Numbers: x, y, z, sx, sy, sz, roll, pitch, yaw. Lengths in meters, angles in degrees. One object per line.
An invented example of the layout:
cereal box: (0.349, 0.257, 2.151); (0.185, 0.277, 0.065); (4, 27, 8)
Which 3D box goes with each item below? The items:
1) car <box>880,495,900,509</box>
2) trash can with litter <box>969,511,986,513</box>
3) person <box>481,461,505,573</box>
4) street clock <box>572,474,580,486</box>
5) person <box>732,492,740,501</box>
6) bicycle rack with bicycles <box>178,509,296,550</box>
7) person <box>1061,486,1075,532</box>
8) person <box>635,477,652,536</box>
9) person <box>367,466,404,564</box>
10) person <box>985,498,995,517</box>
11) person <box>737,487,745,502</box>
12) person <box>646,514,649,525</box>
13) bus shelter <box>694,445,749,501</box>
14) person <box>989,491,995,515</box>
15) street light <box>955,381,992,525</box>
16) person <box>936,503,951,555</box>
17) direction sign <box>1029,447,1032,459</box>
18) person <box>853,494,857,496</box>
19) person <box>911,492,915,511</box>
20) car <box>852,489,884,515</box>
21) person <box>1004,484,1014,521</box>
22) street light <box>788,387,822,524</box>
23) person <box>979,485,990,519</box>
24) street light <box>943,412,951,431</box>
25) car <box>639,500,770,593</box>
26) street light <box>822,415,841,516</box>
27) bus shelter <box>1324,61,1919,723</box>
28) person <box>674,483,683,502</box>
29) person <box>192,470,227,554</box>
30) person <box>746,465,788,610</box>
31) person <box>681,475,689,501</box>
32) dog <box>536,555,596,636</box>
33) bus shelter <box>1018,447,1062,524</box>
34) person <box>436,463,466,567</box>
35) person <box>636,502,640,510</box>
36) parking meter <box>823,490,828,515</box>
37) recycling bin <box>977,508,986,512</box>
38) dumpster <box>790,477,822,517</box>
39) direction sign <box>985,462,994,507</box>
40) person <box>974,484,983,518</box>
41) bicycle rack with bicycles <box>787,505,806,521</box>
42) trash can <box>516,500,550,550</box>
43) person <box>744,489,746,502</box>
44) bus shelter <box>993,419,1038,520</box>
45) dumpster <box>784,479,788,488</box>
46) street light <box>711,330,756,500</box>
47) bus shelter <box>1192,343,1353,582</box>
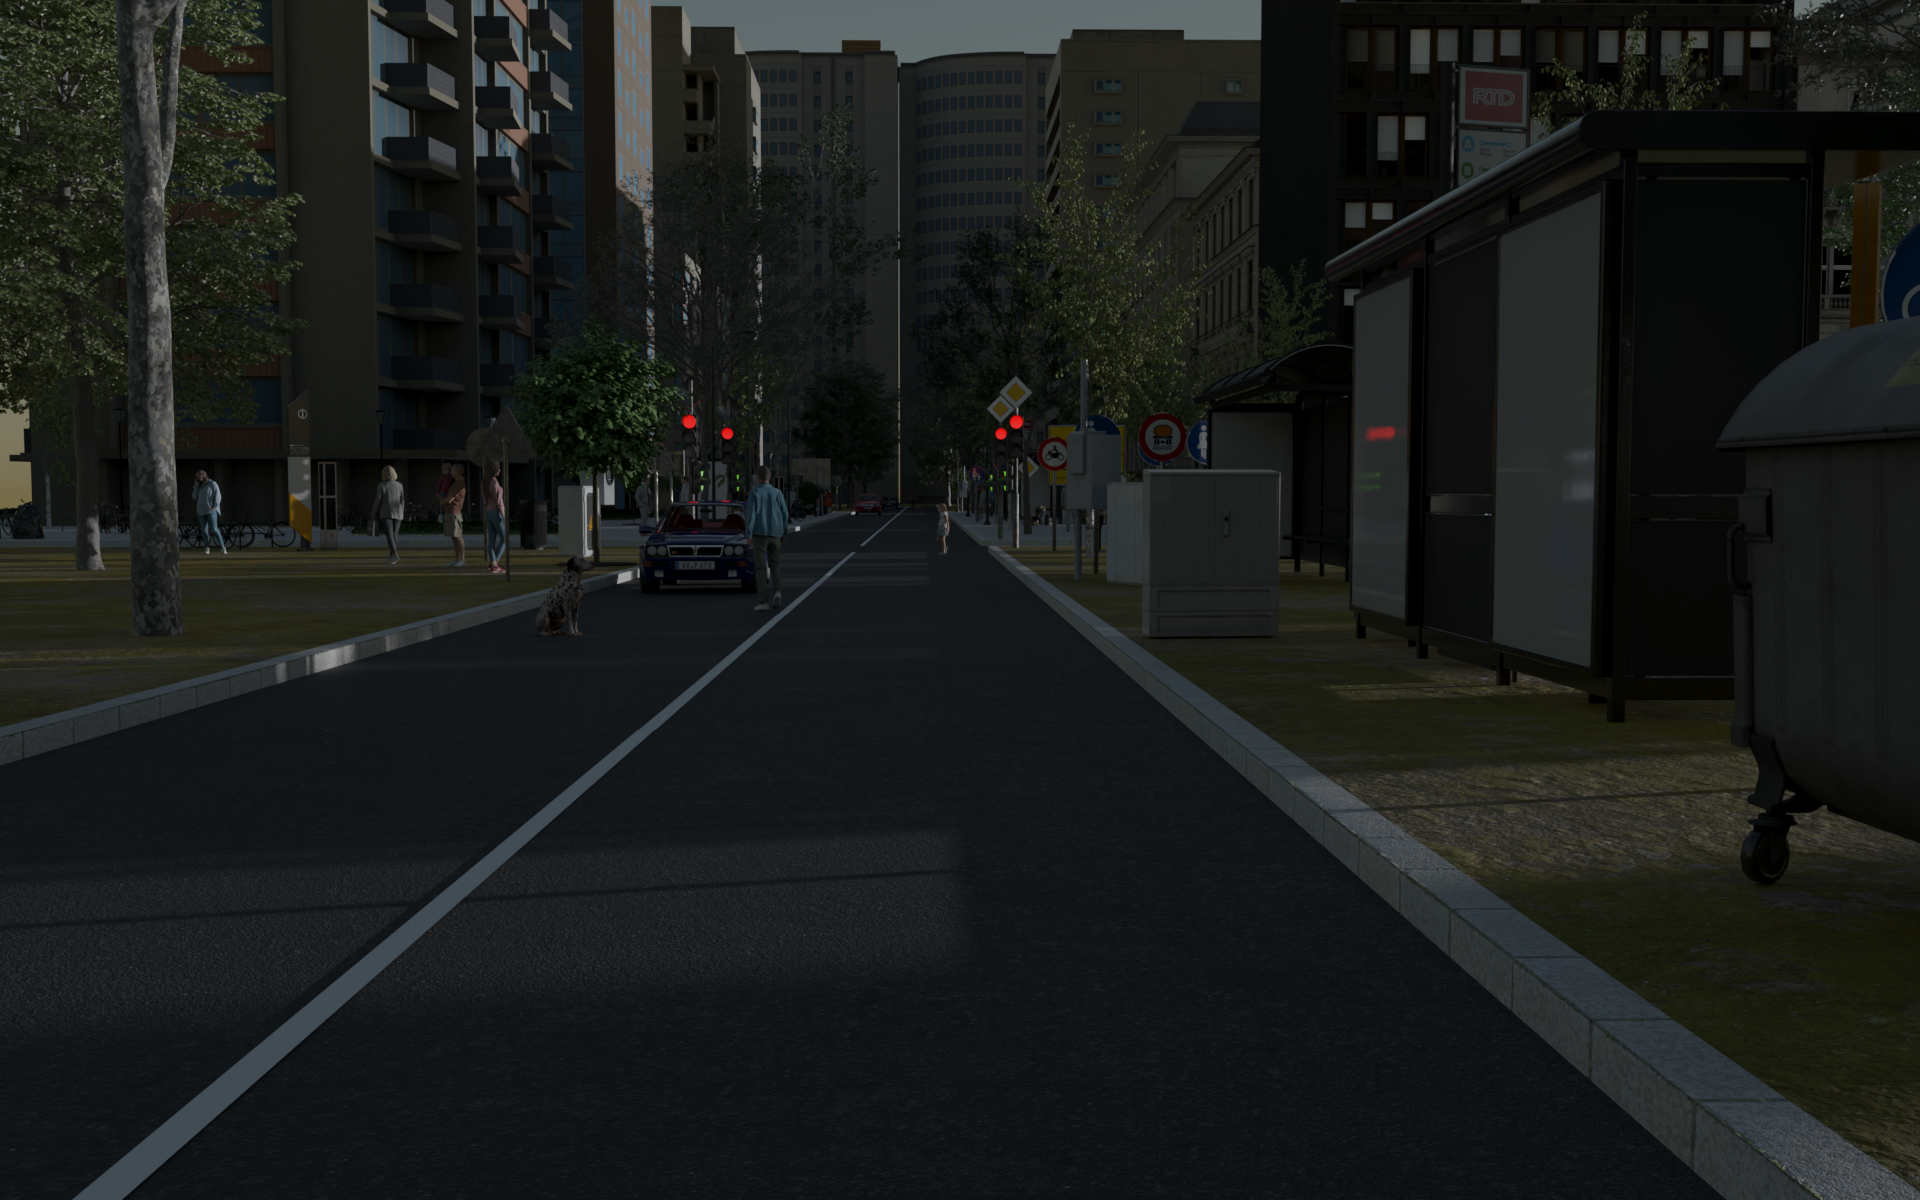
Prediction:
car: (-6.697, -9.306, 164.735); (1.945, 1.354, 3.894); (0, 4, 0)
trash can with litter: (1.249, -6.470, 116.837); (2.233, 1.210, 1.678); (-1, 4, -8)
person: (-7.555, -1.355, 28.206); (0.555, 1.821, 0.388); (2, 4, 35)
street clock: (-9.072, -2.252, 41.396); (0.358, 2.002, 0.471); (1, 4, 19)
person: (-19.458, -8.803, 149.991); (1.348, 1.822, 0.705); (-1, 4, -8)
bicycle rack with bicycles: (-17.496, -1.669, 40.667); (2.925, 0.926, 2.852); (0, 4, 2)
person: (3.747, -3.218, 58.759); (0.635, 1.810, 0.391); (0, 4, 4)
person: (-9.631, -2.855, 52.815); (0.391, 1.810, 0.635); (1, 4, 12)
person: (-10.522, -1.563, 31.787); (0.709, 1.800, 0.728); (-3, 5, -41)
person: (2.021, -5.503, 96.238); (0.699, 1.804, 1.509); (-1, 4, -23)
person: (-16.628, -7.703, 132.130); (0.705, 1.807, 1.348); (1, 4, 14)
person: (-12.832, -3.690, 70.618); (0.306, 1.304, 0.590); (0, 4, 5)
bus shelter: (-10.258, -4.892, 73.914); (2.014, 3.302, 5.546); (0, 4, -1)
person: (2.039, -6.093, 106.009); (0.444, 1.785, 0.601); (-3, 5, -42)
street light: (0.593, -6.055, 71.539); (1.470, 5.913, 1.316); (0, 4, -1)
person: (-0.341, -1.667, 40.771); (0.382, 1.210, 0.505); (-2, 4, -25)
direction sign: (3.407, -5.621, 83.896); (0.379, 3.537, 0.876); (1, 4, 10)
person: (-10.629, -10.101, 171.720); (0.750, 1.759, 0.617); (-2, 4, -28)
person: (-3.983, -8.350, 146.497); (0.415, 1.643, 0.593); (1, 4, 19)
car: (-6.252, -6.669, 118.073); (2.155, 1.783, 4.494); (0, 4, -2)
person: (2.446, -4.658, 82.376); (0.419, 1.800, 0.721); (-2, 4, -26)
street light: (-6.904, -6.279, 75.198); (1.470, 5.913, 1.316); (0, 4, -1)
person: (1.235, -5.060, 89.531); (0.466, 1.731, 0.760); (3, 4, 38)
street light: (-0.091, -7.654, 97.682); (1.470, 5.913, 1.316); (0, 4, -1)
car: (-3.838, -0.843, 26.363); (1.945, 1.354, 3.894); (0, 4, -3)
street light: (-7.624, -7.872, 101.252); (1.470, 5.913, 1.316); (0, 4, -1)
bus shelter: (4.351, -2.214, 13.838); (2.179, 5.291, 8.768); (0, 4, -1)
person: (-11.832, -4.098, 73.390); (0.623, 1.781, 0.721); (0, 4, -1)
person: (-16.112, -1.889, 37.187); (0.793, 1.790, 0.793); (-2, 4, -24)
person: (-2.374, -0.761, 21.291); (0.601, 1.785, 0.444); (-2, 4, -26)
person: (-8.048, -2.790, 51.501); (0.795, 1.843, 0.661); (0, 4, 4)
dog: (-4.091, -0.052, 17.685); (0.513, 0.831, 0.800); (-2, 4, -31)
bus shelter: (3.548, -5.034, 76.224); (2.014, 3.302, 5.546); (0, 4, -1)
person: (-8.949, -1.502, 30.576); (0.580, 1.828, 0.573); (1, 4, 14)
person: (-16.588, -5.162, 90.454); (0.620, 1.820, 0.660); (1, 4, 19)
parking meter: (-8.380, -6.241, 107.749); (0.255, 1.863, 0.399); (0, 4, 0)
recycling bin: (1.481, -6.573, 120.030); (0.722, 1.027, 0.722); (-2, 4, -28)
dumpster: (-8.649, -5.851, 98.155); (1.502, 2.255, 1.985); (0, 4, -1)
direction sign: (2.093, -8.074, 124.008); (0.876, 3.537, 0.379); (3, 5, 42)
person: (1.044, -5.308, 92.803); (0.573, 1.828, 0.580); (0, 4, 0)
bicycle rack with bicycles: (-9.015, -4.170, 81.558); (2.925, 0.926, 2.852); (1, 4, 18)
trash can: (-9.860, -1.736, 40.031); (0.748, 1.137, 0.748); (0, 3, 0)
person: (-18.562, -8.646, 148.143); (0.721, 1.736, 1.217); (0, 4, 3)
bus shelter: (2.883, -6.874, 90.017); (2.179, 5.291, 8.768); (0, 4, -1)
dumpster: (-11.358, -6.699, 112.030); (1.502, 2.255, 1.985); (0, 4, -1)
street light: (-6.457, -4.684, 49.118); (1.470, 5.913, 1.316); (0, 4, -1)
bus shelter: (4.900, -1.960, 25.963); (2.014, 3.302, 5.546); (0, 4, -1)
